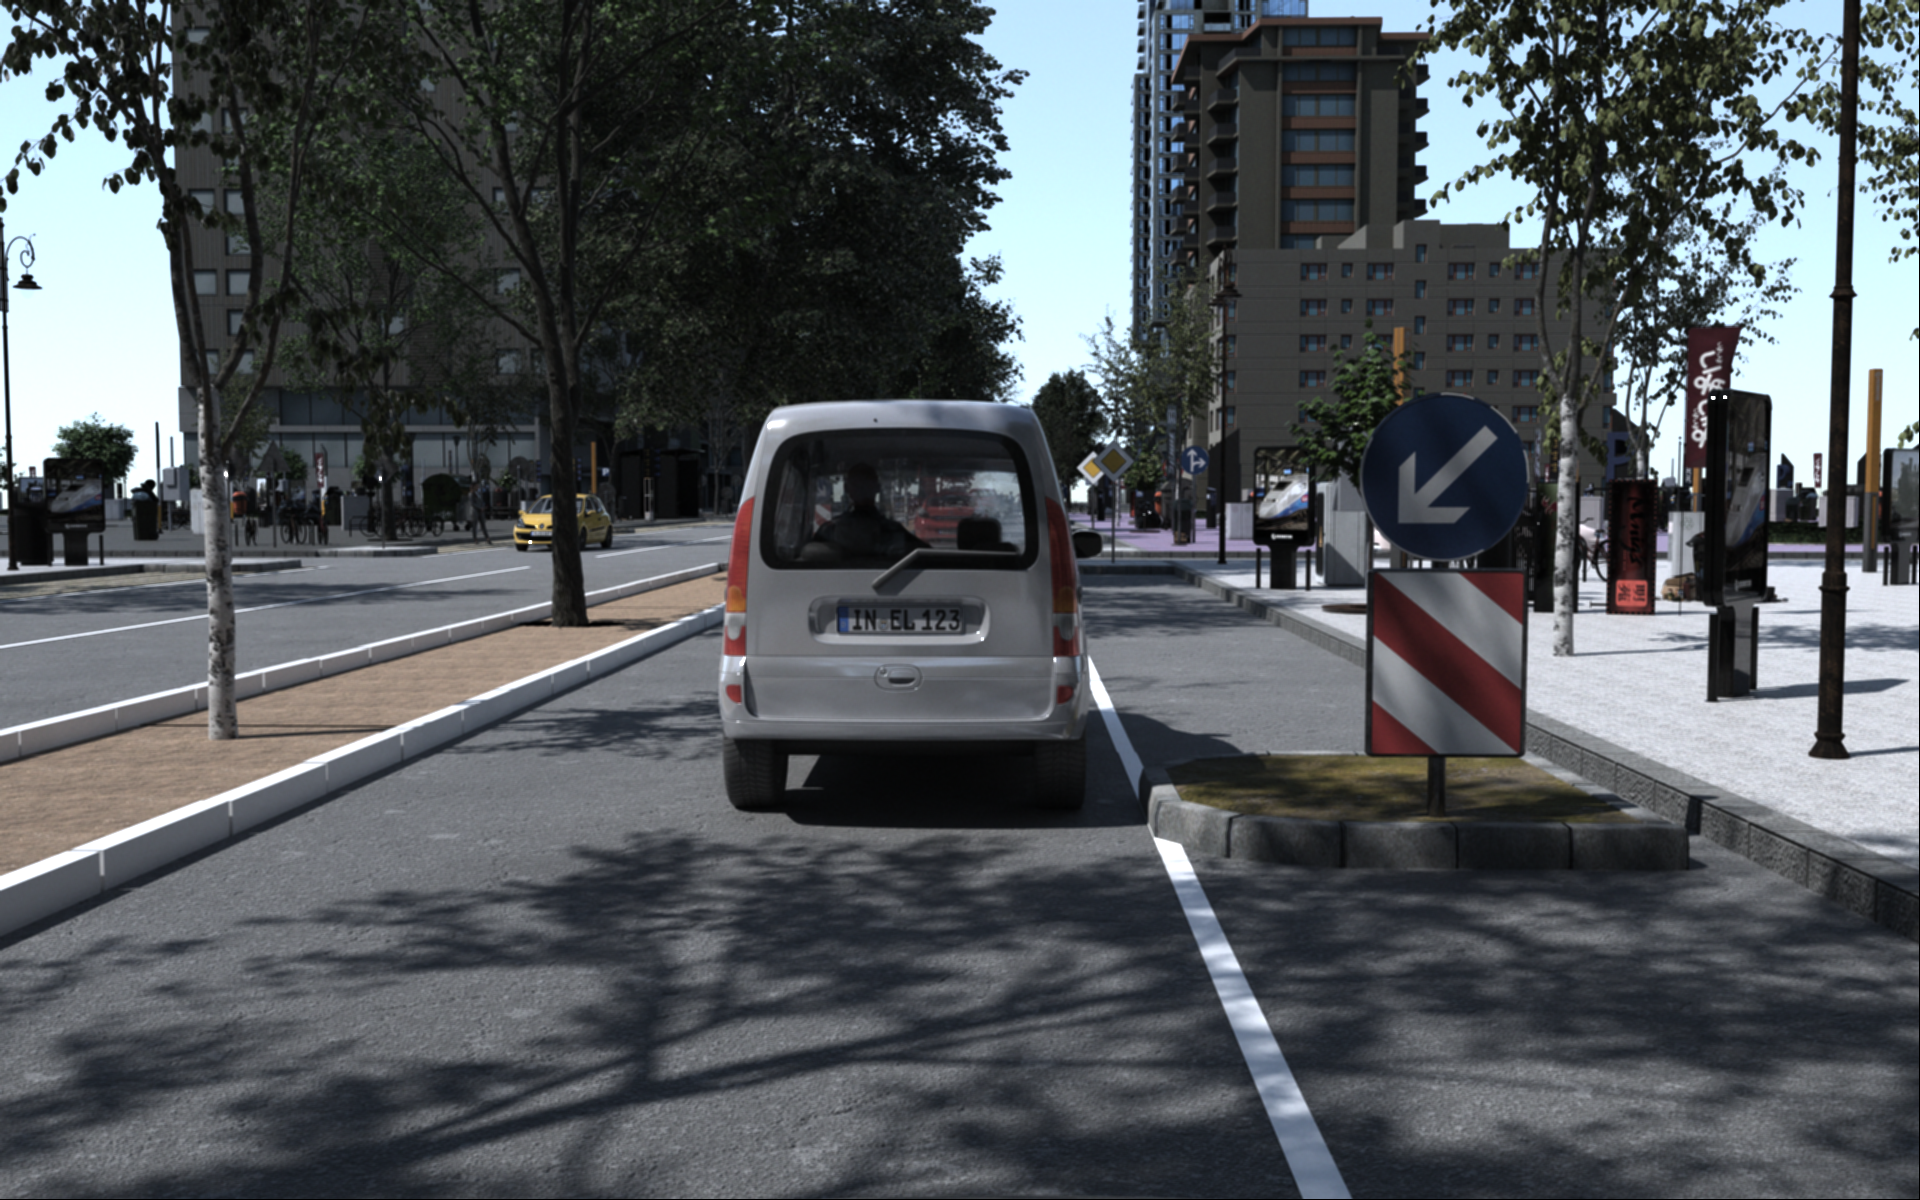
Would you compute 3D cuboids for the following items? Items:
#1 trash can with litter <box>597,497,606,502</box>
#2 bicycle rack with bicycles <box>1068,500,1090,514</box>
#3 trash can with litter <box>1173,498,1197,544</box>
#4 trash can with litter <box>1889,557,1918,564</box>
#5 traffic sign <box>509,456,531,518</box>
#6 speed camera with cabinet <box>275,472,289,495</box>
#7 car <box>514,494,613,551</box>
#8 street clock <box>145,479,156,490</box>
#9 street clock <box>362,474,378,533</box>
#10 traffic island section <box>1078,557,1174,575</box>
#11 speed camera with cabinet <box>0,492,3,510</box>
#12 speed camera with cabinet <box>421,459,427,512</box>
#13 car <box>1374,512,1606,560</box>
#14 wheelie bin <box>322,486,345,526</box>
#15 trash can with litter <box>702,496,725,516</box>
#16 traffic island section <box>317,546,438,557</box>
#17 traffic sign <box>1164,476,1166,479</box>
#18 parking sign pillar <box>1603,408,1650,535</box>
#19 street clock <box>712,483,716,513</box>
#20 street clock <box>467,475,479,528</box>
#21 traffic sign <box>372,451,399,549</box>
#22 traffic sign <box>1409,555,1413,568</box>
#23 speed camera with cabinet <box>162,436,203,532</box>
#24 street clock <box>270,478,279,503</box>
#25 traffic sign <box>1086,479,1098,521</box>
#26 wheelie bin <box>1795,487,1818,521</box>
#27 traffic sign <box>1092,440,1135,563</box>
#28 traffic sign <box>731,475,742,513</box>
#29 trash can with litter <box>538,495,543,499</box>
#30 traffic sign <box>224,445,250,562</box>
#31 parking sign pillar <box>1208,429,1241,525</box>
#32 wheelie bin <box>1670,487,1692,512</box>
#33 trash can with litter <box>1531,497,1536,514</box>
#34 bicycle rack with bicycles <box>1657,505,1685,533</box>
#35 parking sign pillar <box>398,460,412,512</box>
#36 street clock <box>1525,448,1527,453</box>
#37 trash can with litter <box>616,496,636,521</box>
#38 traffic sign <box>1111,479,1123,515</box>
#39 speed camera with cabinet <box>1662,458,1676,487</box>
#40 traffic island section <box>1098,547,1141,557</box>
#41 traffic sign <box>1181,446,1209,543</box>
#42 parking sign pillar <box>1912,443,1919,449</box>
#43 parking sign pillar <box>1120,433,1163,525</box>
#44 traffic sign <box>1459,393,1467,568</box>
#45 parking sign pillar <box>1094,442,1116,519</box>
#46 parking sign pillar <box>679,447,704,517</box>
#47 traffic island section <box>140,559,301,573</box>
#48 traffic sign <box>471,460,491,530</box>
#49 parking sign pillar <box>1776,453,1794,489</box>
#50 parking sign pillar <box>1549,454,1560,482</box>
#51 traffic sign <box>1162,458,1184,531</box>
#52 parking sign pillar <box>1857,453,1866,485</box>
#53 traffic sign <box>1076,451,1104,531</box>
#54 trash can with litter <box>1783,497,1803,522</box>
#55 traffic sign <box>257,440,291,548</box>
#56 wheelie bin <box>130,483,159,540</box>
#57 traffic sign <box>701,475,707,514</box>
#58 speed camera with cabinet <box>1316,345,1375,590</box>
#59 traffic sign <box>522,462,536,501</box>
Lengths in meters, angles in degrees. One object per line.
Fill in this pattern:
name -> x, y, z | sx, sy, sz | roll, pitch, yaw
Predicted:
trash can with litter -> -18.981, -4.971, 92.670 | 0.624, 1.170, 1.055 | -3, 4, -36
bicycle rack with bicycles -> 8.290, -6.027, 111.925 | 2.852, 0.926, 2.925 | 3, 4, 38
trash can with litter -> 5.830, -2.057, 45.017 | 0.624, 1.170, 1.055 | 1, 4, 8
trash can with litter -> 17.991, -1.270, 31.824 | 2.233, 1.210, 1.678 | 0, 4, -7
traffic sign -> -14.895, -3.576, 58.572 | 0.768, 2.556, 0.104 | 0, 4, 8
speed camera with cabinet -> -42.193, -7.011, 108.972 | 0.660, 3.252, 2.038 | 1, 4, 16
car -> -10.223, -2.109, 44.700 | 2.015, 1.641, 3.980 | 0, 4, 3
street clock -> -39.858, -4.936, 85.278 | 0.471, 2.002, 0.358 | -3, 5, -42
street clock -> -19.627, -3.250, 57.700 | 0.471, 2.002, 0.358 | 1, 4, 12
traffic island section -> 2.871, -0.610, 32.248 | 2.009, 0.180, 2.903 | 0, 4, 2
speed camera with cabinet -> -64.702, -7.368, 114.799 | 0.660, 3.252, 2.038 | 3, 5, 40
speed camera with cabinet -> -29.984, -6.323, 97.721 | 0.660, 3.252, 2.038 | -1, 4, -22
car -> 10.771, -1.422, 35.615 | 4.827, 1.381, 2.083 | 0, 4, 2
wheelie bin -> -25.532, -3.842, 70.729 | 0.693, 1.594, 0.980 | 1, 4, 13
trash can with litter -> -14.919, -5.534, 101.541 | 2.233, 1.210, 1.678 | 0, 3, 0
traffic island section -> -13.575, -1.128, 40.728 | 2.009, 0.180, 2.903 | 0, 4, 2
traffic sign -> 9.061, -4.520, 74.012 | 0.768, 2.556, 0.104 | 0, 4, 3
parking sign pillar -> 20.779, -4.006, 53.968 | 1.447, 3.967, 1.447 | -2, 4, -31
street clock -> -16.426, -6.823, 116.123 | 0.358, 2.002, 0.471 | -3, 5, -43
street clock -> -18.503, -3.742, 65.748 | 0.471, 2.002, 0.358 | -2, 4, -28
traffic sign -> -13.552, -2.264, 40.666 | 0.795, 2.450, 0.064 | 0, 4, 2
traffic sign -> 6.638, -1.426, 25.440 | 0.606, 2.300, 0.079 | 0, 4, 8
speed camera with cabinet -> -26.268, -3.978, 59.379 | 2.038, 3.252, 0.660 | 1, 4, 13
street clock -> -31.656, -4.604, 79.849 | 0.471, 2.002, 0.358 | 0, 4, -6
traffic sign -> 6.320, -4.951, 83.085 | 0.606, 2.300, 0.079 | 1, 4, 9
wheelie bin -> 42.997, -4.905, 88.102 | 0.693, 1.594, 0.980 | -3, 5, -43
traffic sign -> 2.848, -1.745, 32.171 | 0.795, 2.450, 0.064 | 0, 4, 2
traffic sign -> -14.954, -7.080, 115.860 | 0.768, 2.556, 0.104 | 0, 4, 4
trash can with litter -> -24.917, -5.533, 101.517 | 2.233, 1.210, 1.678 | 0, 4, -2
traffic sign -> -13.789, -1.776, 32.685 | 0.795, 2.450, 0.064 | 0, 4, 2
parking sign pillar -> 10.950, -5.091, 71.716 | 1.447, 3.967, 1.447 | 2, 4, 25
wheelie bin -> 31.739, -4.168, 76.051 | 0.980, 1.594, 0.693 | 0, 4, -4
trash can with litter -> 32.026, -5.110, 94.604 | 1.678, 1.210, 2.233 | -3, 5, -42
bicycle rack with bicycles -> 23.391, -2.764, 58.577 | 2.925, 0.926, 2.852 | 0, 4, -8
parking sign pillar -> -36.382, -7.671, 113.890 | 1.447, 3.967, 1.447 | -2, 4, -30
street clock -> 6.836, -1.052, 21.767 | 0.471, 2.002, 0.358 | 0, 4, -3
trash can with litter -> -16.822, -4.491, 84.482 | 2.233, 1.210, 1.678 | -1, 4, -15
traffic sign -> 8.079, -5.359, 87.624 | 0.884, 2.594, 0.081 | 1, 4, 10
speed camera with cabinet -> 38.991, -6.202, 95.735 | 0.660, 3.252, 2.038 | 1, 4, 9
traffic island section -> 3.109, -1.098, 40.230 | 2.009, 0.180, 2.903 | 0, 4, 2
traffic sign -> 6.178, -2.789, 45.709 | 0.768, 2.556, 0.104 | 0, 4, 2
parking sign pillar -> 40.274, -5.142, 72.548 | 1.447, 3.967, 1.447 | -1, 4, -8
parking sign pillar -> 7.806, -5.161, 72.853 | 1.447, 3.967, 1.447 | 2, 4, 28
traffic sign -> 6.470, -1.364, 22.306 | 0.884, 2.594, 0.081 | 0, 4, 6
parking sign pillar -> 7.721, -6.247, 90.606 | 1.447, 3.967, 1.447 | 3, 5, 40
parking sign pillar -> -15.125, -6.649, 97.190 | 1.447, 3.967, 1.447 | 0, 4, -6
traffic island section -> -13.813, -0.640, 32.747 | 2.009, 0.180, 2.903 | 0, 4, 2
traffic sign -> -17.135, -3.783, 61.952 | 0.768, 2.556, 0.104 | 0, 4, 8
parking sign pillar -> 54.138, -7.657, 113.660 | 1.447, 3.967, 1.447 | 0, 4, -4
parking sign pillar -> 38.261, -7.506, 111.198 | 1.447, 3.967, 1.447 | -2, 4, -23
traffic sign -> 7.348, -3.651, 59.799 | 0.768, 2.556, 0.104 | 1, 4, 9
parking sign pillar -> 51.014, -6.660, 97.368 | 1.447, 3.967, 1.447 | 0, 4, -6
traffic sign -> 3.085, -2.233, 40.153 | 0.795, 2.450, 0.064 | 0, 4, 2
trash can with litter -> 33.088, -3.513, 68.823 | 0.624, 1.170, 1.055 | 2, 4, 32
traffic sign -> -16.429, -2.536, 41.466 | 0.884, 2.594, 0.081 | 1, 4, 11
wheelie bin -> -22.662, -2.460, 48.129 | 0.693, 1.594, 0.980 | -3, 4, -36
traffic sign -> -17.050, -6.966, 114.006 | 0.768, 2.556, 0.104 | 0, 4, 6
speed camera with cabinet -> 5.329, -1.803, 23.820 | 0.660, 3.252, 2.038 | 0, 4, 4
traffic sign -> -16.967, -4.142, 67.828 | 0.768, 2.556, 0.104 | 1, 4, 10
